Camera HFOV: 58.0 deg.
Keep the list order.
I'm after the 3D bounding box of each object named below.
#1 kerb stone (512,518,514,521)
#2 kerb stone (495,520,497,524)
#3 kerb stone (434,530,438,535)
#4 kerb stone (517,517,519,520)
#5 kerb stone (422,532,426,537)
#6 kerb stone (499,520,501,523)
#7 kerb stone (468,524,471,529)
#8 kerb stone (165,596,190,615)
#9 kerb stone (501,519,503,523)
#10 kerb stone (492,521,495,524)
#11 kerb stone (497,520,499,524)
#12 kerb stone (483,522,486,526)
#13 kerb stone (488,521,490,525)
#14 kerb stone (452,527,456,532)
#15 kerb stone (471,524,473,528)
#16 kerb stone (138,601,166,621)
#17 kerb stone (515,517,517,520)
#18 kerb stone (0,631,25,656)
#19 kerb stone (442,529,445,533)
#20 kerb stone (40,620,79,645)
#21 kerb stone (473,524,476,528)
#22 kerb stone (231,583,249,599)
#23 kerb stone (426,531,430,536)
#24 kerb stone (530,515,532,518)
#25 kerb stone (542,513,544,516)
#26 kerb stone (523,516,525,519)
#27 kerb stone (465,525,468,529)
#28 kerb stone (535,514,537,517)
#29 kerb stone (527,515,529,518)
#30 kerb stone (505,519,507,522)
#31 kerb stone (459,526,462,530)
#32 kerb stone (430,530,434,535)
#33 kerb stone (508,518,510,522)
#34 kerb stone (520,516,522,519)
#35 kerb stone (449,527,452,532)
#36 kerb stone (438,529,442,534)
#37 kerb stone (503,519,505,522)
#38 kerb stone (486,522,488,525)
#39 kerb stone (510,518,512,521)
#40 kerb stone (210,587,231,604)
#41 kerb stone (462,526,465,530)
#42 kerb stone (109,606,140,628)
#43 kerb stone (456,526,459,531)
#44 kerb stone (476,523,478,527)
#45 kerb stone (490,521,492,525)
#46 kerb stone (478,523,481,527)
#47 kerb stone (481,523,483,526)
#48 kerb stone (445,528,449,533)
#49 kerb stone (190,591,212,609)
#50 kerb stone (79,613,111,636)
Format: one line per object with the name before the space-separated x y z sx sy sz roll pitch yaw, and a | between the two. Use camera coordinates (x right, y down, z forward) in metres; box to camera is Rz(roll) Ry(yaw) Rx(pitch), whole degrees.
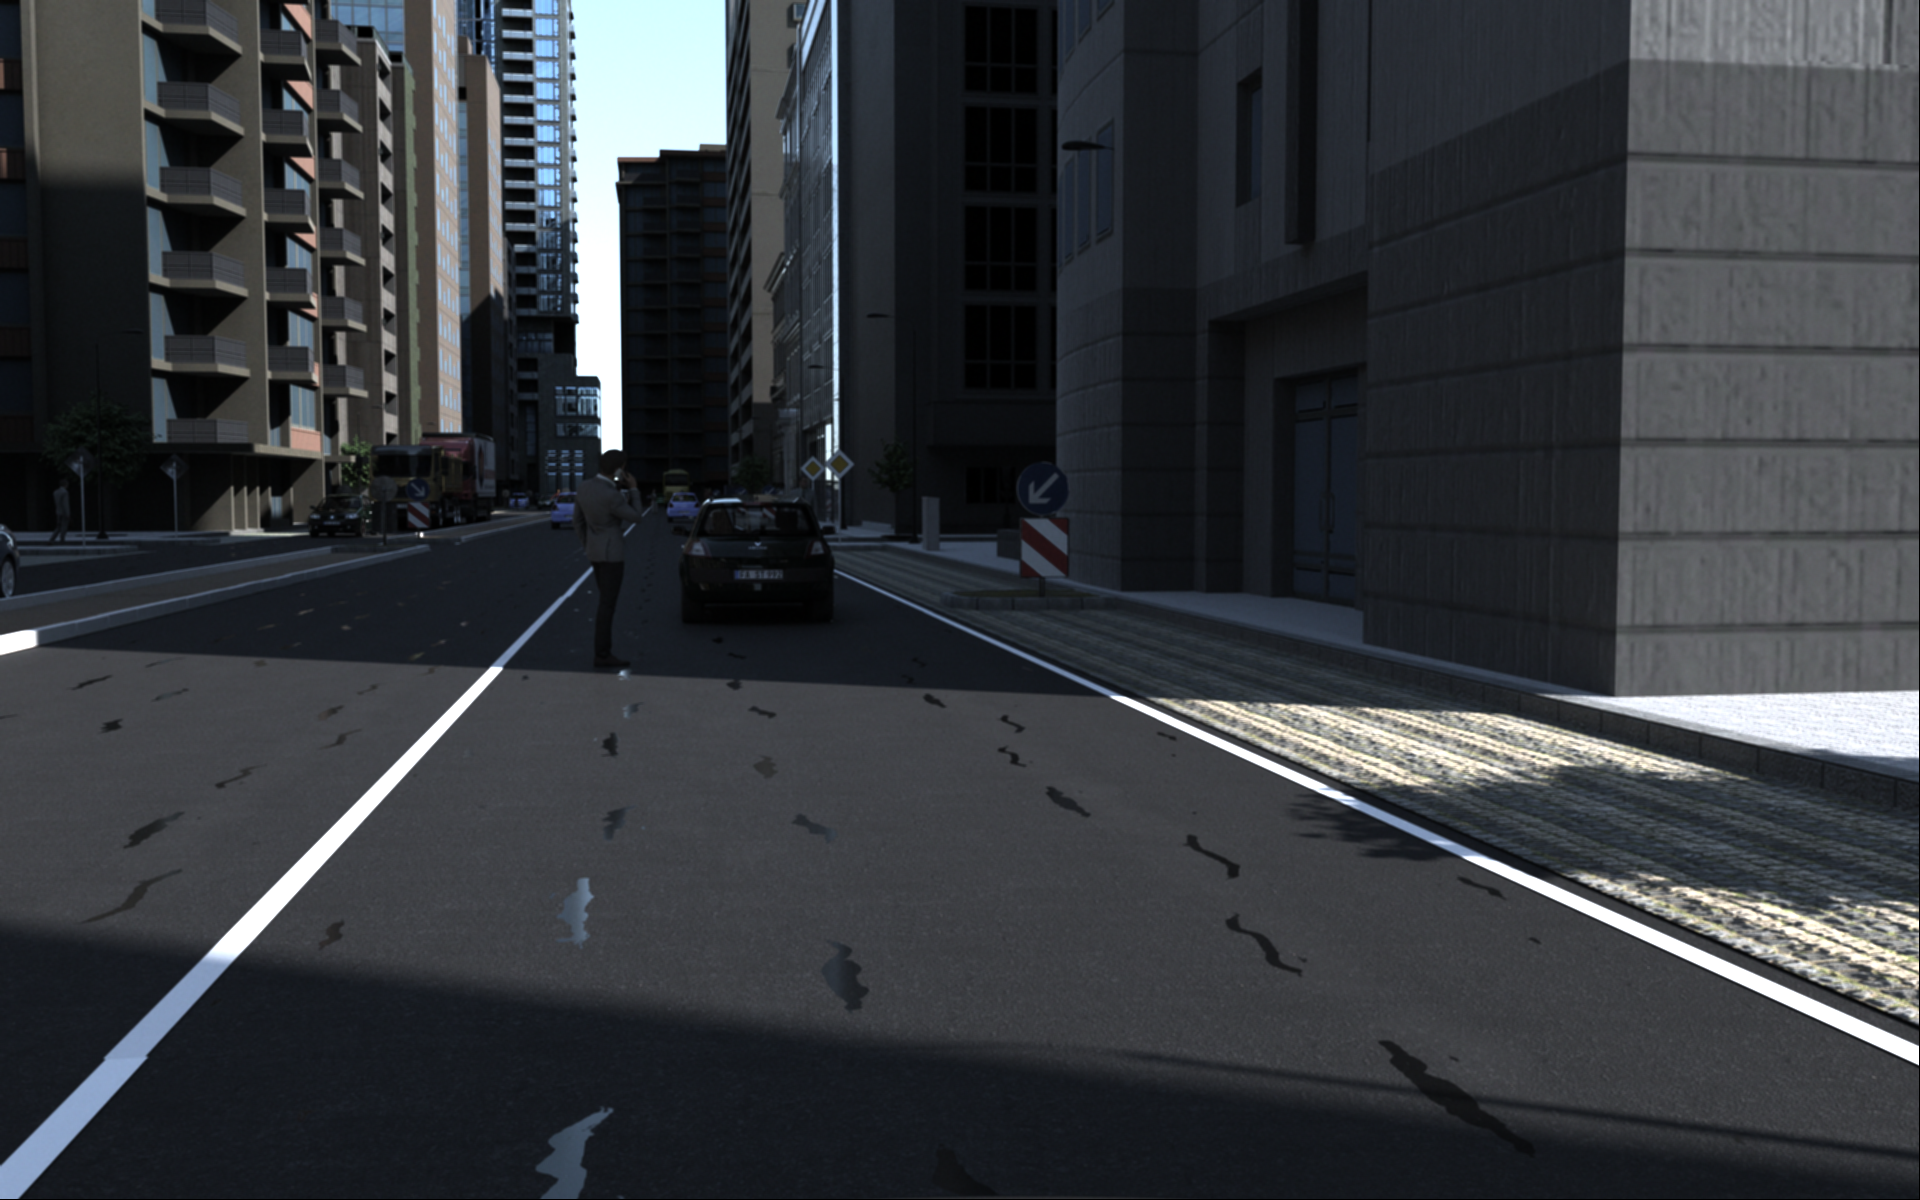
kerb stone | -23.620 -4.194 90.783 0.120 0.150 1.000 -1 4 -10
kerb stone | -22.064 -3.635 81.671 0.120 0.150 1.000 -1 4 -10
kerb stone | -18.432 -2.341 60.466 0.120 0.150 1.000 -1 4 -10
kerb stone | -24.155 -4.381 93.819 0.120 0.150 1.000 -1 4 -10
kerb stone | -17.915 -2.155 57.431 0.120 0.150 1.000 -1 4 -10
kerb stone | -22.410 -3.762 83.696 0.120 0.150 1.000 -1 4 -10
kerb stone | -20.162 -2.953 70.560 0.120 0.150 1.000 -1 4 -10
kerb stone | -9.523 0.082 20.888 0.120 0.150 1.000 -1 4 -10
kerb stone | -22.588 -3.818 84.703 0.120 0.150 1.000 -1 4 -10
kerb stone | -21.899 -3.576 80.662 0.120 0.150 1.000 -1 4 -10
kerb stone | -22.243 -3.699 82.678 0.120 0.150 1.000 -1 4 -10
kerb stone | -21.203 -3.327 76.625 0.120 0.150 1.000 -1 4 -10
kerb stone | -21.554 -3.452 78.639 0.120 0.150 1.000 -1 4 -10
kerb stone | -19.295 -2.649 65.512 0.120 0.150 1.000 -1 4 -10
kerb stone | -20.335 -3.016 71.568 0.120 0.150 1.000 -1 4 -10
kerb stone | -9.345 0.142 19.871 0.120 0.150 1.000 -1 4 -10
kerb stone | -23.977 -4.318 92.801 0.120 0.150 1.000 -1 4 -10
kerb stone | -8.655 0.391 15.834 0.120 0.150 1.000 -1 4 -10
kerb stone | -18.786 -2.462 62.482 0.120 0.150 1.000 -1 4 -10
kerb stone | -8.828 0.330 16.841 0.120 0.150 1.000 -1 4 -10
kerb stone | -20.514 -3.077 72.576 0.120 0.150 1.000 -1 4 -10
kerb stone | -10.038 -0.098 23.910 0.120 0.150 1.000 -1 4 -10
kerb stone | -18.084 -2.216 58.439 0.120 0.150 1.000 -1 4 -10
kerb stone | -25.709 -4.937 102.920 0.120 0.150 1.000 -1 4 -10
kerb stone | -27.436 -5.549 113.023 0.120 0.150 1.000 -1 4 -10
kerb stone | -24.840 -4.624 97.864 0.120 0.150 1.000 -1 4 -10
kerb stone | -19.989 -2.896 69.550 0.120 0.150 1.000 -1 4 -10
kerb stone | -26.402 -5.184 106.957 0.120 0.150 1.000 -1 4 -10
kerb stone | -25.367 -4.810 100.900 0.120 0.150 1.000 -1 4 -10
kerb stone | -22.939 -3.942 86.717 0.120 0.150 1.000 -1 4 -10
kerb stone | -19.641 -2.773 67.527 0.120 0.150 1.000 -1 4 -10
kerb stone | -18.261 -2.279 59.453 0.120 0.150 1.000 -1 4 -10
kerb stone | -23.284 -4.071 88.755 0.120 0.150 1.000 -1 4 -10
kerb stone | -24.498 -4.504 95.842 0.120 0.150 1.000 -1 4 -10
kerb stone | -19.130 -2.584 64.499 0.120 0.150 1.000 -1 4 -10
kerb stone | -18.600 -2.400 61.475 0.120 0.150 1.000 -1 4 -10
kerb stone | -22.762 -3.885 85.710 0.120 0.150 1.000 -1 4 -10
kerb stone | -21.375 -3.391 77.632 0.120 0.150 1.000 -1 4 -10
kerb stone | -23.454 -4.133 89.764 0.120 0.150 1.000 -1 4 -10
kerb stone | -9.859 -0.043 22.904 0.120 0.150 1.000 -1 4 -10
kerb stone | -19.823 -2.833 68.533 0.120 0.150 1.000 -1 4 -10
kerb stone | -9.175 0.204 18.863 0.120 0.150 1.000 -1 4 -10
kerb stone | -19.465 -2.711 66.520 0.120 0.150 1.000 -1 4 -10
kerb stone | -20.692 -3.143 73.589 0.120 0.150 1.000 -1 4 -10
kerb stone | -21.727 -3.514 79.646 0.120 0.150 1.000 -1 4 -10
kerb stone | -20.857 -3.202 74.609 0.120 0.150 1.000 -1 4 -10
kerb stone | -21.032 -3.263 75.616 0.120 0.150 1.000 -1 4 -10
kerb stone | -18.949 -2.526 63.493 0.120 0.150 1.000 -1 4 -10
kerb stone | -9.688 0.022 21.896 0.120 0.150 1.000 -1 4 -10
kerb stone | -8.999 0.273 17.849 0.120 0.150 1.000 -1 4 -10
